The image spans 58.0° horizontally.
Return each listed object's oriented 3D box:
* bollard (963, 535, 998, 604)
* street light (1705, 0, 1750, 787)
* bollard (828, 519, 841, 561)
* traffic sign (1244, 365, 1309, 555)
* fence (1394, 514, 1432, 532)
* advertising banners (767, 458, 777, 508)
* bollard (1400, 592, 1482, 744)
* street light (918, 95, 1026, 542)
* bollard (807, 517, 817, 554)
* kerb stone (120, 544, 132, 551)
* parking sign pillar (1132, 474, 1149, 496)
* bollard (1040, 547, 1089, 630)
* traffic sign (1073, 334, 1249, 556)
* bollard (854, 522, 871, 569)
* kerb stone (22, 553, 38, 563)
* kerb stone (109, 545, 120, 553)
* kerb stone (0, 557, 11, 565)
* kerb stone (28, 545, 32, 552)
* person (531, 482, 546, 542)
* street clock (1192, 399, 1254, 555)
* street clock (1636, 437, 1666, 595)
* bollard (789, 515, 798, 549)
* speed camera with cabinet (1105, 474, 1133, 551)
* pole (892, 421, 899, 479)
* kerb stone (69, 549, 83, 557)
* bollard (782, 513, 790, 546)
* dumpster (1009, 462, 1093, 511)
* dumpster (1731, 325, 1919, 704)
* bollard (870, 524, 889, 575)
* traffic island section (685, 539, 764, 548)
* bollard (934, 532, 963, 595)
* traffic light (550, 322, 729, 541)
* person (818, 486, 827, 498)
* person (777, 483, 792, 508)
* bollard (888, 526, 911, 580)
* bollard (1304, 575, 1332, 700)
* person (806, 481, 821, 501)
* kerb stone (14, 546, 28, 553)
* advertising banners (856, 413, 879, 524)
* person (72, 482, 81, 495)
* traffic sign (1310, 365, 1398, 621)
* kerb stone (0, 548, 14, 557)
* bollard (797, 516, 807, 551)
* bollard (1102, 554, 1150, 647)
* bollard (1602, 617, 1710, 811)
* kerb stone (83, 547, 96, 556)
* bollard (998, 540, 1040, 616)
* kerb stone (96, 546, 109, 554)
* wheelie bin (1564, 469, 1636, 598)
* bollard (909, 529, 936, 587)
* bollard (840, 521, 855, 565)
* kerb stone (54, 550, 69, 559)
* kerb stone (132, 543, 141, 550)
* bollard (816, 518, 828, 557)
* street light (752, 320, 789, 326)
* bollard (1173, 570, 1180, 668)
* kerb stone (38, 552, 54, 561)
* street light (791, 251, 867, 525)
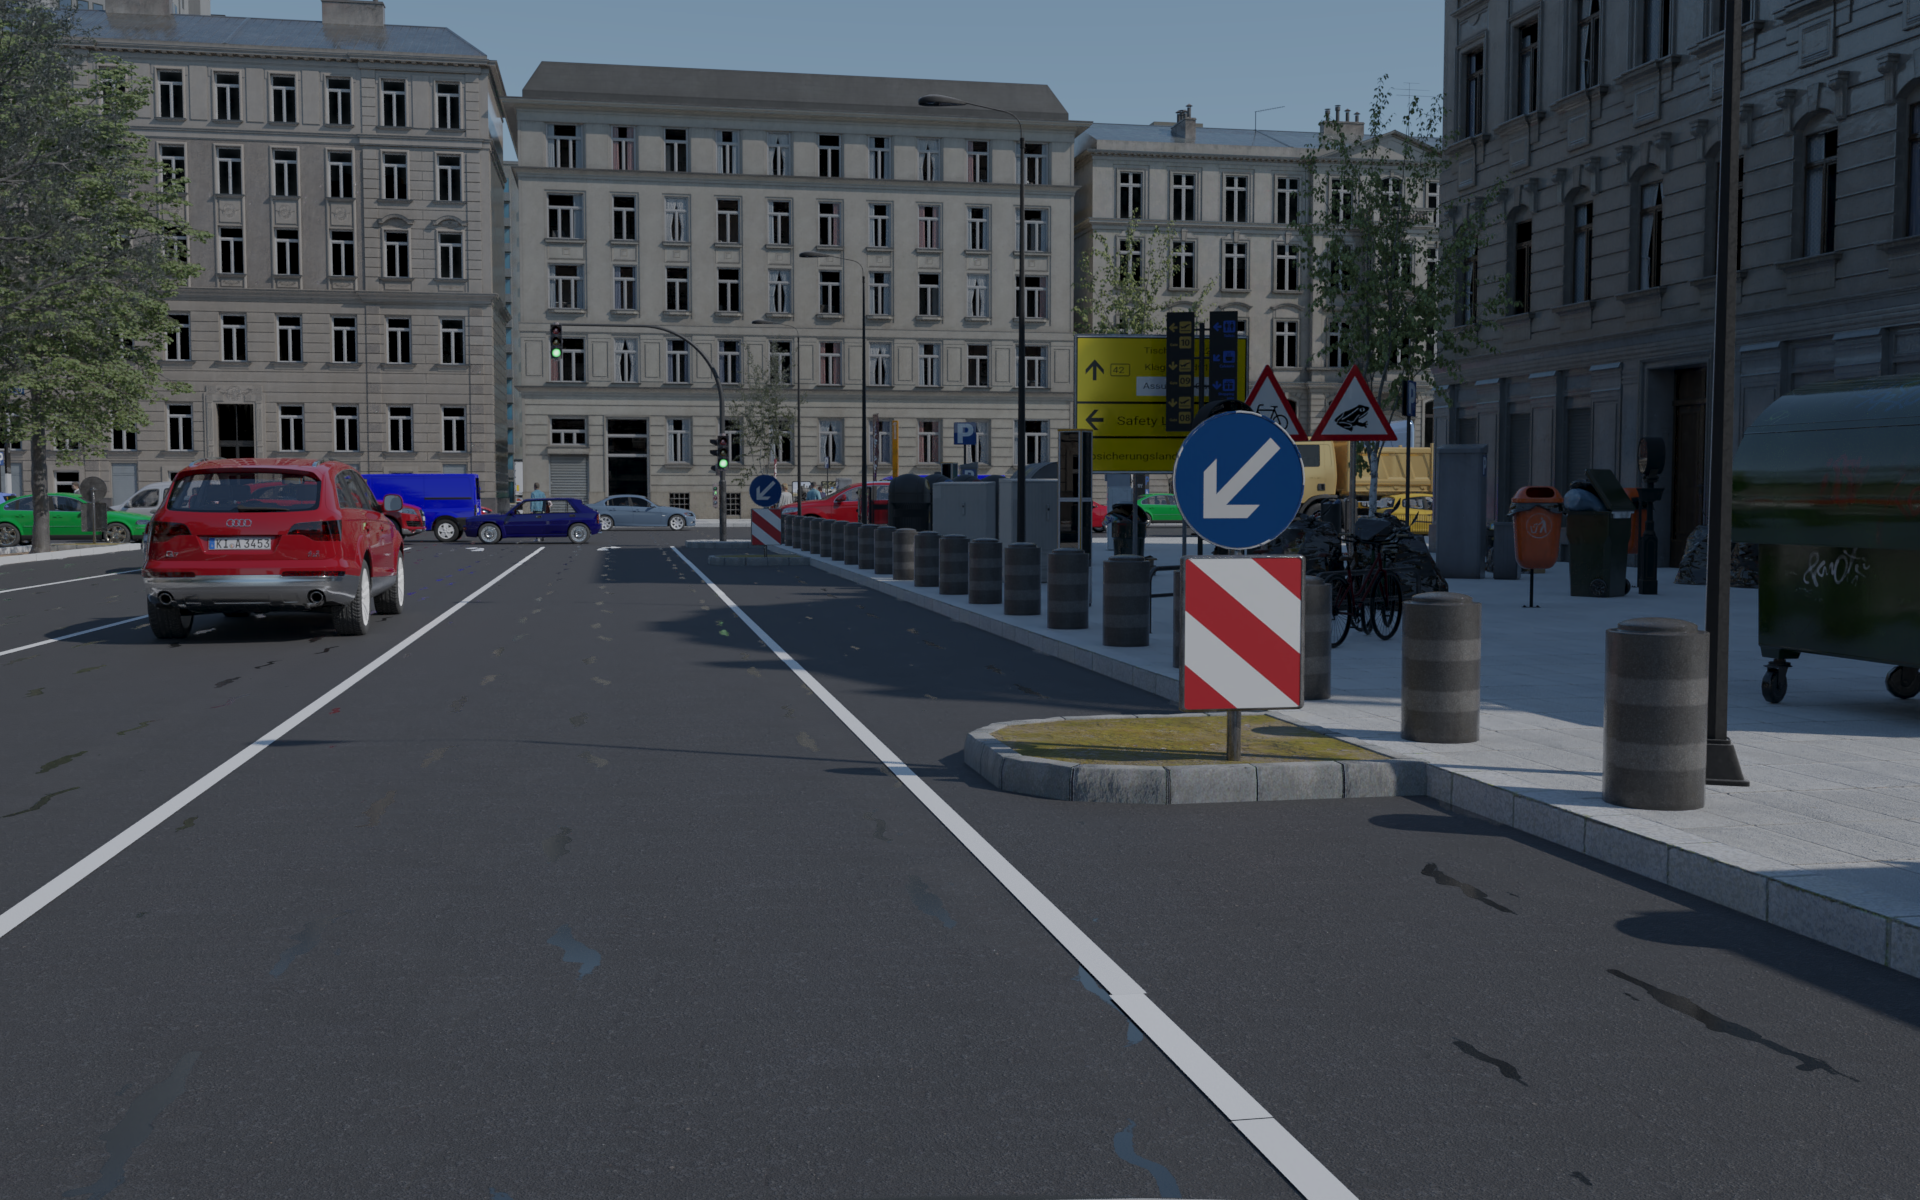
[{"bbox_3d":[0.298,-0.342,20.311,0.404,0.777,0.398,0,3,0],"label":"bollard"},{"bbox_3d":[2.839,-2.137,7.478,1.470,5.913,1.316,-1,4,-11],"label":"street light"},{"bbox_3d":[-2.280,-1.143,33.404,0.404,0.777,0.398,0,3,0],"label":"bollard"},{"bbox_3d":[3.078,-1.069,17.488,0.884,2.594,0.081,-1,4,-9],"label":"traffic sign"},{"bbox_3d":[13.311,-2.166,50.781,2.069,0.683,0.278,0,4,-5],"label":"fence"},{"bbox_3d":[-9.187,-5.398,84.450,0.090,3.025,2.074,1,4,10],"label":"advertising banners"},{"bbox_3d":[2.516,0.346,9.065,0.404,0.777,0.398,0,3,0],"label":"bollard"},{"bbox_3d":[0.199,-2.929,20.423,1.470,5.913,1.316,-1,4,-11],"label":"street light"},{"bbox_3d":[-3.016,-1.372,37.144,0.404,0.777,0.398,0,3,0],"label":"bollard"},{"bbox_3d":[-21.102,-1.304,43.577,0.120,0.150,1.000,-1,4,-11],"label":"kerb stone"},{"bbox_3d":[8.428,-5.791,83.158,1.447,3.967,1.447,3,4,36],"label":"parking sign pillar"},{"bbox_3d":[1.033,-0.113,16.563,0.404,0.777,0.398,0,3,0],"label":"bollard"},{"bbox_3d":[2.568,-1.732,22.184,2.265,3.308,0.079,0,4,-5],"label":"traffic sign"},{"bbox_3d":[-1.543,-0.914,29.663,0.404,0.777,0.398,0,3,0],"label":"bollard"},{"bbox_3d":[-19.721,-0.873,36.523,0.120,0.150,1.000,-1,4,-11],"label":"kerb stone"},{"bbox_3d":[-20.907,-1.236,42.570,0.120,0.150,1.000,-1,4,-11],"label":"kerb stone"},{"bbox_3d":[-19.521,-0.815,35.516,0.120,0.150,1.000,-1,4,-11],"label":"kerb stone"},{"bbox_3d":[-23.160,-1.281,43.134,0.120,0.150,1.000,-1,4,-11],"label":"kerb stone"},{"bbox_3d":[-12.682,-2.646,52.112,0.601,1.785,0.444,-3,4,-37],"label":"person"},{"bbox_3d":[2.042,-0.538,13.366,0.471,2.002,0.358,-1,4,-19],"label":"street clock"},{"bbox_3d":[8.802,-1.072,22.098,0.358,2.002,0.471,0,4,6],"label":"street clock"},{"bbox_3d":[-3.755,-1.600,40.881,0.404,0.777,0.398,0,3,0],"label":"bollard"},{"bbox_3d":[3.684,-2.794,40.020,0.660,3.252,2.038,0,4,4],"label":"speed camera with cabinet"},{"bbox_3d":[-1.791,-3.319,48.101,0.158,3.312,0.155,0,3,0],"label":"pole"},{"bbox_3d":[-20.313,-1.061,39.548,0.120,0.150,1.000,-1,4,-11],"label":"kerb stone"},{"bbox_3d":[-4.125,-1.716,42.767,0.404,0.777,0.398,0,3,0],"label":"bollard"},{"bbox_3d":[1.636,-1.576,31.523,1.264,1.857,1.865,-1,4,-11],"label":"dumpster"},{"bbox_3d":[5.633,-0.452,9.887,1.502,2.255,1.985,-1,4,-11],"label":"dumpster"},{"bbox_3d":[-1.175,-0.799,27.789,0.404,0.777,0.398,0,3,0],"label":"bollard"},{"bbox_3d":[-6.429,-1.519,47.109,2.009,0.180,2.903,-1,4,-11],"label":"traffic island section"},{"bbox_3d":[-0.069,-0.456,22.178,0.404,0.777,0.398,0,3,0],"label":"bollard"},{"bbox_3d":[-8.506,-4.390,46.445,4.771,5.953,1.251,-1,4,-11],"label":"traffic light"},{"bbox_3d":[-4.894,-3.143,60.807,0.541,1.710,0.530,0,4,1],"label":"person"},{"bbox_3d":[-5.554,-2.816,54.894,0.694,1.780,0.624,-2,4,-31],"label":"person"},{"bbox_3d":[-0.808,-0.685,25.921,0.404,0.777,0.398,0,3,0],"label":"bollard"},{"bbox_3d":[2.142,0.231,10.934,0.404,0.777,0.398,0,3,0],"label":"bollard"},{"bbox_3d":[-4.769,-2.914,56.001,0.748,1.841,0.638,-3,5,-40],"label":"person"},{"bbox_3d":[-22.958,-1.219,42.128,0.120,0.150,1.000,-1,4,-11],"label":"kerb stone"},{"bbox_3d":[-2.051,-2.589,38.514,0.090,3.025,2.074,-1,4,-16],"label":"advertising banners"},{"bbox_3d":[-28.852,-2.949,56.678,0.822,1.834,0.622,-3,5,-44],"label":"person"},{"bbox_3d":[3.962,-1.069,17.489,0.884,2.594,0.081,0,4,-1],"label":"traffic sign"},{"bbox_3d":[-22.758,-1.157,41.119,0.120,0.150,1.000,-1,4,-11],"label":"kerb stone"},{"bbox_3d":[-3.385,-1.486,39.012,0.404,0.777,0.398,0,3,0],"label":"bollard"},{"bbox_3d":[1.409,0.002,14.683,0.404,0.777,0.398,0,3,0],"label":"bollard"},{"bbox_3d":[2.883,0.461,7.181,0.404,0.777,0.398,0,3,0],"label":"bollard"},{"bbox_3d":[-20.507,-1.123,40.557,0.120,0.150,1.000,-1,4,-11],"label":"kerb stone"},{"bbox_3d":[0.665,-0.228,18.444,0.404,0.777,0.398,0,3,0],"label":"bollard"},{"bbox_3d":[-20.702,-1.185,41.564,0.120,0.150,1.000,-1,4,-11],"label":"kerb stone"},{"bbox_3d":[7.977,-0.844,21.707,0.980,1.594,0.693,-3,5,-42],"label":"wheelie bin"},{"bbox_3d":[-0.438,-0.570,24.044,0.404,0.777,0.398,0,3,0],"label":"bollard"},{"bbox_3d":[-1.911,-1.029,31.534,0.404,0.777,0.398,0,3,0],"label":"bollard"},{"bbox_3d":[-20.108,-0.997,38.543,0.120,0.150,1.000,-1,4,-11],"label":"kerb stone"},{"bbox_3d":[-21.296,-1.367,44.585,0.120,0.150,1.000,-1,4,-11],"label":"kerb stone"},{"bbox_3d":[-2.650,-1.257,35.270,0.404,0.777,0.398,0,3,0],"label":"bollard"},{"bbox_3d":[-4.851,-4.515,46.358,1.470,5.913,1.316,-1,4,-11],"label":"street light"},{"bbox_3d":[1.776,0.116,12.814,0.404,0.777,0.398,0,3,0],"label":"bollard"},{"bbox_3d":[-19.911,-0.938,37.536,0.120,0.150,1.000,-1,4,-11],"label":"kerb stone"},{"bbox_3d":[-2.387,-3.721,33.378,1.470,5.913,1.316,-1,4,-11],"label":"street light"}]
